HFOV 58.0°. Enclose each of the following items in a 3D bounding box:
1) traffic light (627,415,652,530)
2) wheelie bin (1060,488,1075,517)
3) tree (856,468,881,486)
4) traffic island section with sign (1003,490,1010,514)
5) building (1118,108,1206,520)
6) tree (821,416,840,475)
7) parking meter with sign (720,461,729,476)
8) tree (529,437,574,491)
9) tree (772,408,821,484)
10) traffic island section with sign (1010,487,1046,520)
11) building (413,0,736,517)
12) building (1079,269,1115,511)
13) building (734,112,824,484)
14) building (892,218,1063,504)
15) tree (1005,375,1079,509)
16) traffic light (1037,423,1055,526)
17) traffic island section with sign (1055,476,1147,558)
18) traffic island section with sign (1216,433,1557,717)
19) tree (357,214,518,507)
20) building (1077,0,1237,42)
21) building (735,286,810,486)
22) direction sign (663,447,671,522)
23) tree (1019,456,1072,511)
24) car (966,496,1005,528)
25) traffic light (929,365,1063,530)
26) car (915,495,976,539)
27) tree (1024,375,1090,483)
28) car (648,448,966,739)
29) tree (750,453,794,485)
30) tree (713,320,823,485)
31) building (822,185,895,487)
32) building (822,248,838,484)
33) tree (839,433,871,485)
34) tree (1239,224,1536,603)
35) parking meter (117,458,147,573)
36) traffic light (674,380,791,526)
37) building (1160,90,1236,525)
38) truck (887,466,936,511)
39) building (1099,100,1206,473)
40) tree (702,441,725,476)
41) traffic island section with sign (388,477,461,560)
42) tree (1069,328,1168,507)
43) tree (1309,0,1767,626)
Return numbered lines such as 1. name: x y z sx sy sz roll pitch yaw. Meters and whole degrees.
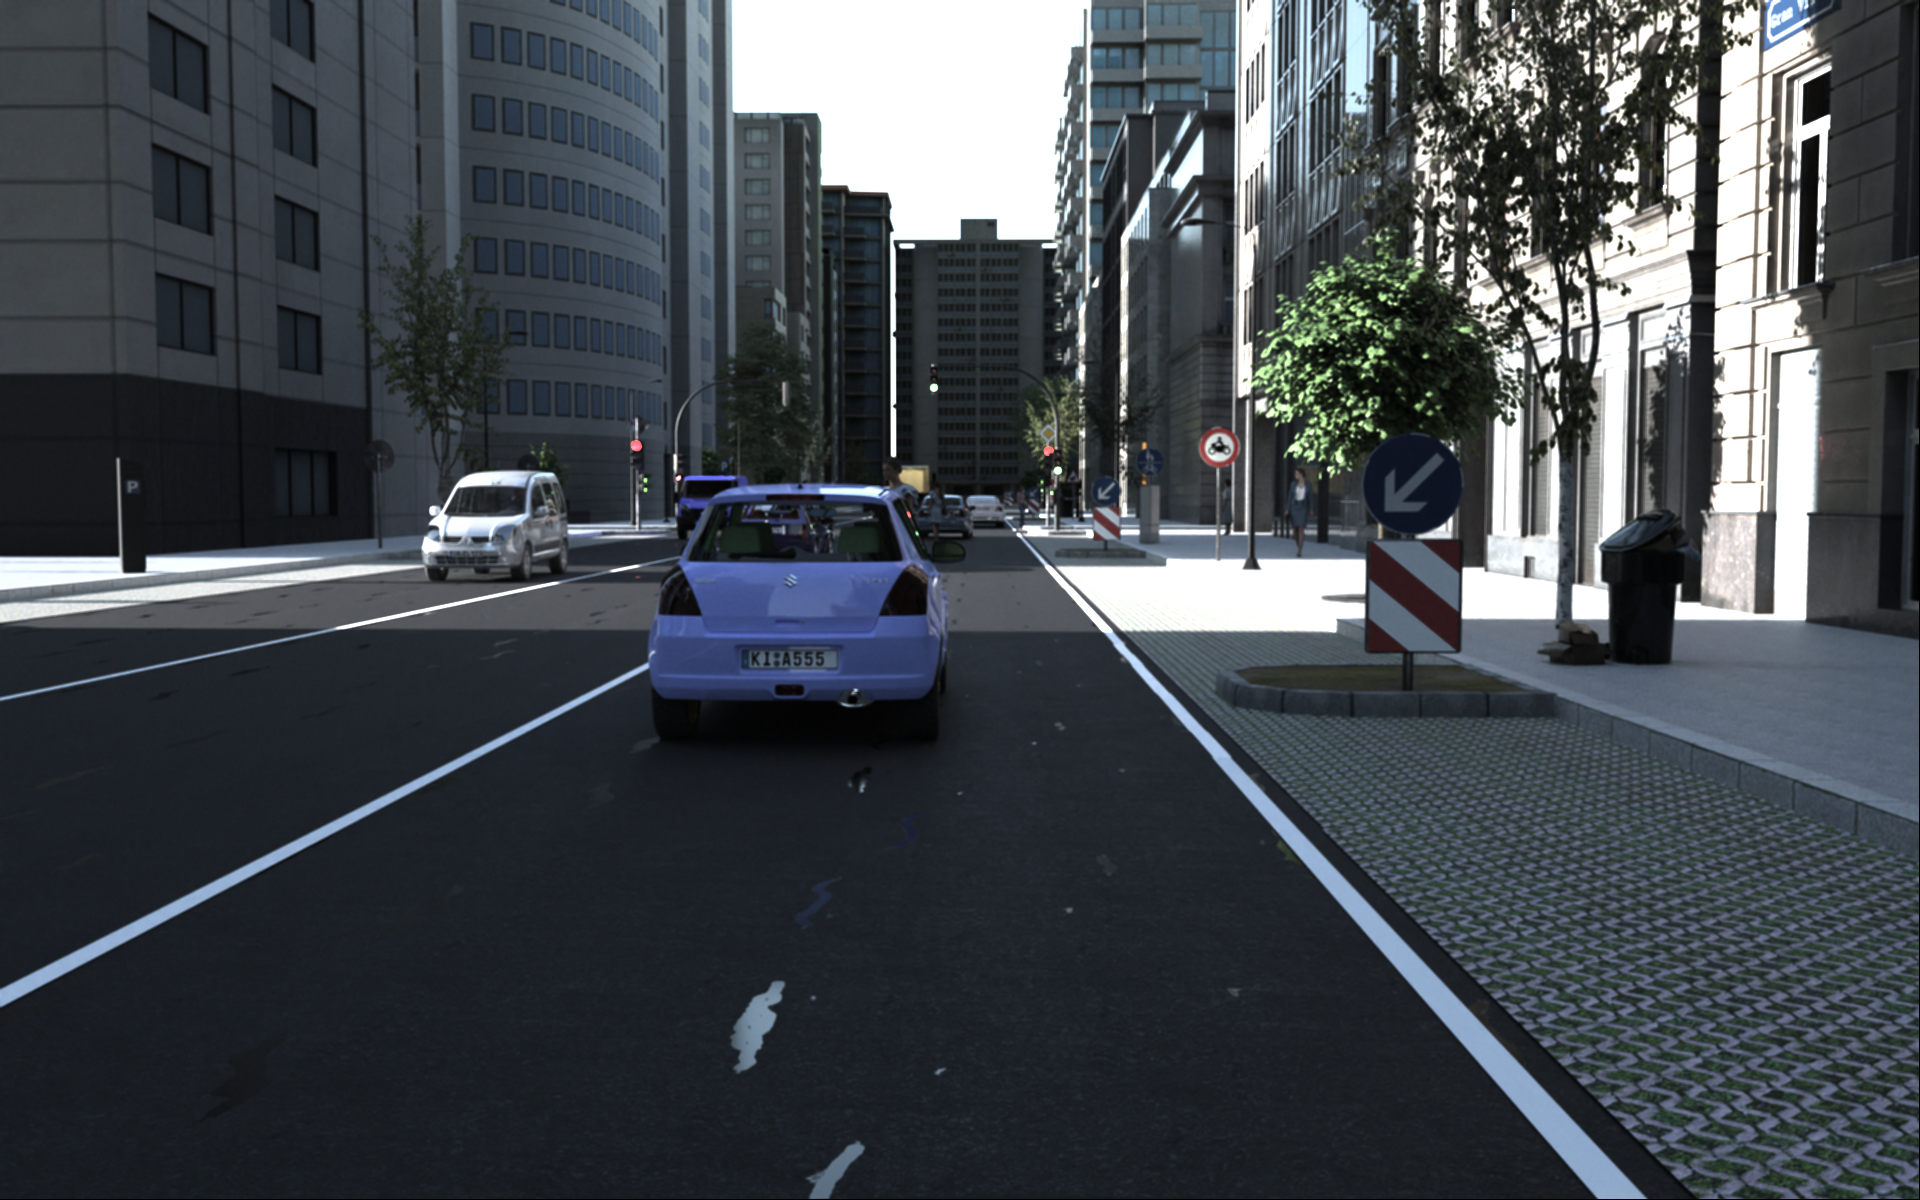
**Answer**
1. traffic light: -11.357 -4.423 61.245 0.839 4.253 0.868 0 4 1
2. wheelie bin: 5.798 -5.337 95.163 0.980 1.594 0.693 -1 4 -23
3. tree: -11.567 -14.272 217.057 4.285 4.588 4.351 0 3 0
4. traffic island section with sign: 4.217 -6.898 121.417 1.989 1.847 2.006 0 4 1
5. building: 14.653 -14.668 94.575 10.420 20.320 16.860 0 4 1
6. tree: -12.317 -11.857 144.228 4.360 8.622 3.978 0 3 0
7. parking meter with sign: -13.010 -5.846 91.847 0.543 3.016 1.738 2 4 34
8. tree: -13.921 -3.926 58.790 1.663 3.219 1.824 0 3 0
9. tree: -13.725 -11.510 138.557 4.360 8.622 3.978 0 3 0
10. traffic island section with sign: 3.870 -5.236 94.243 1.989 1.847 2.006 0 4 1
11. building: -28.458 -35.501 122.439 21.231 58.520 28.212 0 4 1
12. building: 14.998 -17.193 135.855 10.420 20.320 16.860 0 4 1
13. building: -21.896 -30.383 180.359 14.154 41.232 14.086 0 4 1
14. building: 2.621 -33.935 246.713 23.993 40.220 32.217 0 4 1
15. tree: 7.554 -13.765 150.805 9.928 11.665 9.643 0 3 0
16. traffic light: 3.505 -4.901 69.059 0.839 4.253 0.868 0 4 1
17. traffic island section with sign: 3.175 -1.888 39.497 1.989 1.847 2.006 0 4 1
18. traffic island section with sign: 2.835 -0.206 11.999 1.989 1.847 2.006 0 4 1
19. tree: -13.653 -5.818 45.494 4.737 8.622 4.395 0 3 0
20. building: 21.486 -33.691 170.453 23.786 49.044 30.456 0 4 1
21. building: -29.053 -19.216 159.213 27.650 21.520 28.899 0 4 1
22. direction sign: -13.334 -5.300 78.646 0.379 3.537 0.876 -1 4 -10
23. tree: 6.935 -8.938 129.854 4.285 4.588 4.351 0 3 0
24. car: 0.957 -3.863 75.516 2.083 1.381 4.827 0 4 -1
25. traffic light: 1.311 -5.278 60.959 4.771 5.953 1.251 0 4 1
26. car: -0.493 -2.712 56.340 2.014 1.417 4.499 0 4 2
27. tree: 6.086 -9.544 106.412 4.737 8.622 4.395 0 3 0
28. car: -0.936 -0.112 11.417 1.945 1.707 3.694 0 4 0
29. tree: -13.813 -8.733 126.495 4.285 4.588 4.351 0 3 0
30. tree: -12.628 -11.945 113.424 7.486 12.596 7.792 0 3 0
31. building: -23.868 -35.933 242.132 28.867 44.769 22.147 0 4 1
32. building: -22.142 -26.852 210.728 14.107 30.474 14.160 0 4 1
33. tree: -12.484 -15.814 208.914 4.737 8.622 4.395 0 3 0
34. tree: 5.049 -2.276 20.927 4.285 4.588 4.351 0 3 0
35. parking meter: -13.472 -1.376 28.205 0.399 1.863 0.255 -3 4 -36
36. traffic light: -9.163 -5.784 69.238 4.771 5.953 1.251 0 4 1
37. building: 21.560 -14.382 76.946 24.055 21.916 13.314 0 4 1
38. truck: -3.373 -7.431 117.424 3.469 3.379 9.791 0 4 -1
39. building: 17.208 -19.675 115.198 14.314 27.812 24.014 0 4 1
40. tree: -15.609 -7.341 103.743 4.285 4.588 4.351 0 3 0
41. traffic island section with sign: -11.367 -1.819 38.375 1.989 1.847 2.006 0 4 1
42. tree: 6.659 -7.684 76.003 4.360 8.622 3.978 0 3 0
43. tree: 5.632 -4.049 16.564 4.360 8.622 3.978 0 3 0
